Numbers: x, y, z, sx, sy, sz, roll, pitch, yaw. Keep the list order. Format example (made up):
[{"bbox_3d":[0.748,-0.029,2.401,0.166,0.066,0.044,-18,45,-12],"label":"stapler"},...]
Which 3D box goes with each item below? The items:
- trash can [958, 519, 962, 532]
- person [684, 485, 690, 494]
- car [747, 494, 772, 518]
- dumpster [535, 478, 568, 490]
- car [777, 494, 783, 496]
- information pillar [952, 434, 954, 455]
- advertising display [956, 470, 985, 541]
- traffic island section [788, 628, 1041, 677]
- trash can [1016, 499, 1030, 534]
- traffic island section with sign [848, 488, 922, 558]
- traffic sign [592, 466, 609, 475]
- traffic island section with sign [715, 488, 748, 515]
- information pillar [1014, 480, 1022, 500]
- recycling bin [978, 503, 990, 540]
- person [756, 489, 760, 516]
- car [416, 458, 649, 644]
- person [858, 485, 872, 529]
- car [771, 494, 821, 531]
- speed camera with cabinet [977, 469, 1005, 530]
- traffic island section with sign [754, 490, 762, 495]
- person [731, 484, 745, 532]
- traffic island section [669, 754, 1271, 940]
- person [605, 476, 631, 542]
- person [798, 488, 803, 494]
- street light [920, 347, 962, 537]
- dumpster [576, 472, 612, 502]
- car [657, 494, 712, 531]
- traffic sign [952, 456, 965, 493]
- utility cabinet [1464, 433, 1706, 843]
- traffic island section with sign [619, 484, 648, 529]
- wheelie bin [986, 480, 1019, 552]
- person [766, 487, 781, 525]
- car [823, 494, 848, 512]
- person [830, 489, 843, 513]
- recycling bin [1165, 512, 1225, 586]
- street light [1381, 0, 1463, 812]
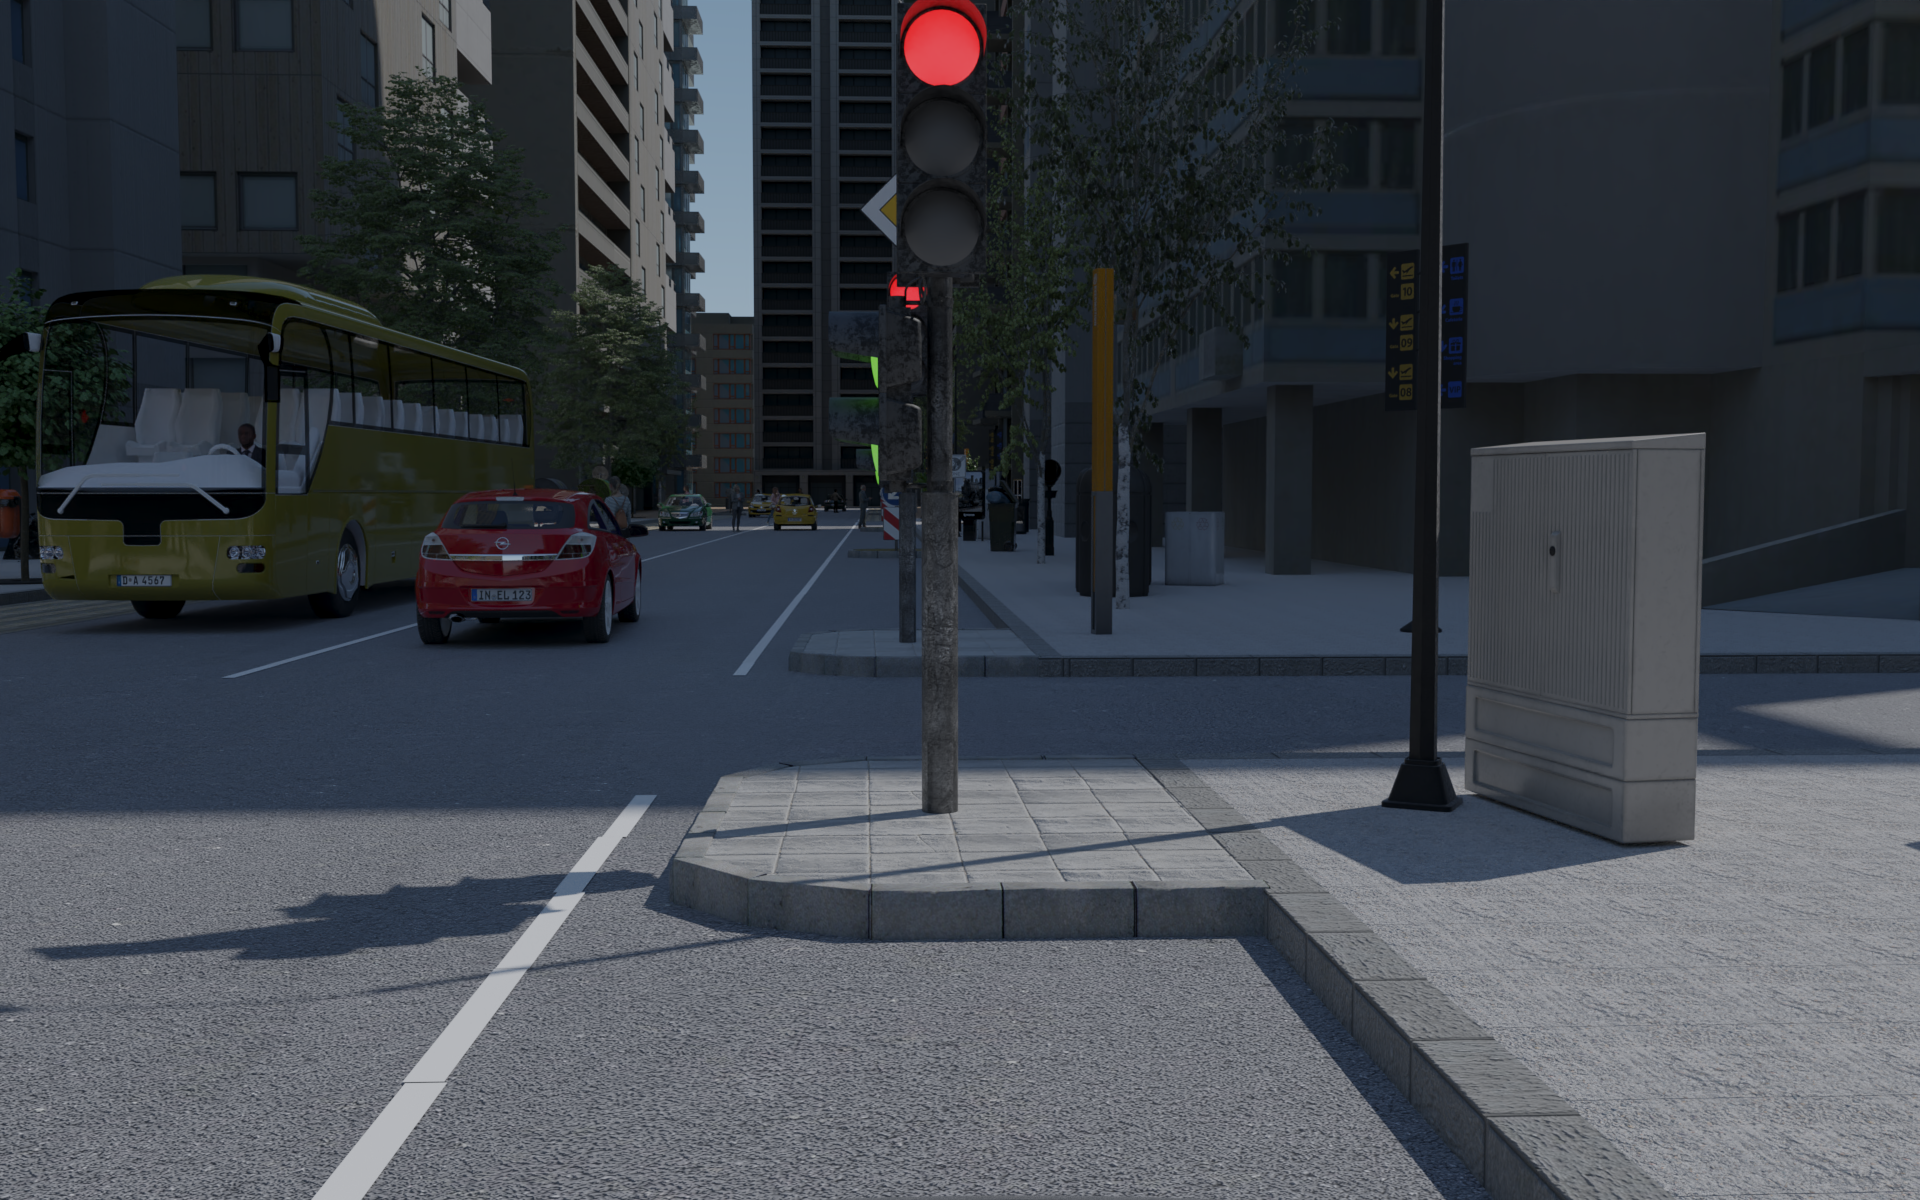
[{"bbox_3d":[-0.255,-2.719,56.115,0.748,1.137,0.748,0,3,0],"label":"trash can"},{"bbox_3d":[-12.248,-4.205,77.256,0.388,1.821,0.555,-3,4,-36],"label":"person"},{"bbox_3d":[-12.106,-5.916,106.948,2.015,1.641,3.980,0,4,-2],"label":"car"},{"bbox_3d":[-15.214,-3.551,63.811,1.264,1.857,1.865,0,4,-3],"label":"dumpster"},{"bbox_3d":[-12.424,-6.659,119.105,2.015,1.641,3.980,0,4,-3],"label":"car"},{"bbox_3d":[-0.258,-4.615,66.812,0.183,3.616,0.504,1,4,8],"label":"information pillar"},{"bbox_3d":[0.258,-2.573,47.285,0.974,1.923,0.123,2,4,34],"label":"advertising display"},{"bbox_3d":[-0.431,0.446,14.994,2.009,0.180,2.903,0,4,-3],"label":"traffic island section"},{"bbox_3d":[1.904,-2.671,55.332,0.748,1.137,0.748,0,3,0],"label":"trash can"},{"bbox_3d":[-1.566,-1.892,39.566,1.989,1.847,2.006,0,4,-3],"label":"traffic island section with sign"},{"bbox_3d":[-16.209,-4.766,78.022,0.768,2.556,0.104,0,4,7],"label":"traffic sign"},{"bbox_3d":[-15.373,-6.578,116.174,1.989,1.847,2.006,0,4,-3],"label":"traffic island section with sign"},{"bbox_3d":[2.957,-5.149,88.678,0.304,2.012,0.304,-3,5,-41],"label":"information pillar"},{"bbox_3d":[0.994,-2.233,49.070,0.722,1.027,0.722,-3,4,-37],"label":"recycling bin"},{"bbox_3d":[-13.023,-6.223,111.042,0.721,1.735,1.217,2,4,29],"label":"person"},{"bbox_3d":[-4.384,-0.552,18.067,2.155,1.783,4.494,0,4,-5],"label":"car"},{"bbox_3d":[-3.939,-3.865,71.873,0.590,1.801,0.661,-1,4,-10],"label":"person"},{"bbox_3d":[-6.583,-3.625,69.488,2.015,1.641,3.980,0,4,-4],"label":"car"},{"bbox_3d":[1.071,-4.166,62.447,0.660,3.252,2.038,1,4,18],"label":"speed camera with cabinet"},{"bbox_3d":[-16.620,-8.225,143.100,1.989,1.847,2.006,0,4,-3],"label":"traffic island section with sign"},{"bbox_3d":[-8.395,-3.484,65.643,0.537,1.800,0.526,-1,4,-18],"label":"person"},{"bbox_3d":[-0.059,0.934,7.017,2.009,0.180,2.903,0,4,-3],"label":"traffic island section"},{"bbox_3d":[-5.178,-1.013,26.064,0.512,1.701,0.522,-3,5,-40],"label":"person"},{"bbox_3d":[-10.297,-6.301,111.527,1.348,1.822,0.705,2,4,24],"label":"person"},{"bbox_3d":[-0.669,-4.835,51.593,1.470,5.913,1.316,0,4,-3],"label":"street light"},{"bbox_3d":[-15.877,-4.466,75.507,1.502,2.255,1.985,0,4,-3],"label":"dumpster"},{"bbox_3d":[-10.902,-3.494,68.922,2.131,1.459,4.920,0,4,-3],"label":"car"},{"bbox_3d":[-0.144,-2.634,45.202,0.606,2.300,0.079,0,4,3],"label":"traffic sign"},{"bbox_3d":[2.407,0.114,6.811,0.318,1.500,1.173,-1,4,-12],"label":"utility cabinet"},{"bbox_3d":[-13.059,-3.542,66.540,1.989,1.847,2.006,0,4,-3],"label":"traffic island section with sign"},{"bbox_3d":[0.947,-1.889,38.788,0.693,1.594,0.980,0,4,8],"label":"wheelie bin"},{"bbox_3d":[-8.517,-4.280,79.068,0.643,1.750,0.593,1,4,21],"label":"person"},{"bbox_3d":[-10.262,-8.119,142.524,2.009,1.686,4.222,0,4,-2],"label":"car"},{"bbox_3d":[-9.417,-7.532,131.662,1.348,1.823,0.705,3,5,41],"label":"person"},{"bbox_3d":[3.323,-0.731,24.504,0.722,1.027,0.722,1,4,19],"label":"recycling bin"},{"bbox_3d":[1.369,-2.105,6.957,1.470,5.913,1.316,0,4,-3],"label":"street light"}]
